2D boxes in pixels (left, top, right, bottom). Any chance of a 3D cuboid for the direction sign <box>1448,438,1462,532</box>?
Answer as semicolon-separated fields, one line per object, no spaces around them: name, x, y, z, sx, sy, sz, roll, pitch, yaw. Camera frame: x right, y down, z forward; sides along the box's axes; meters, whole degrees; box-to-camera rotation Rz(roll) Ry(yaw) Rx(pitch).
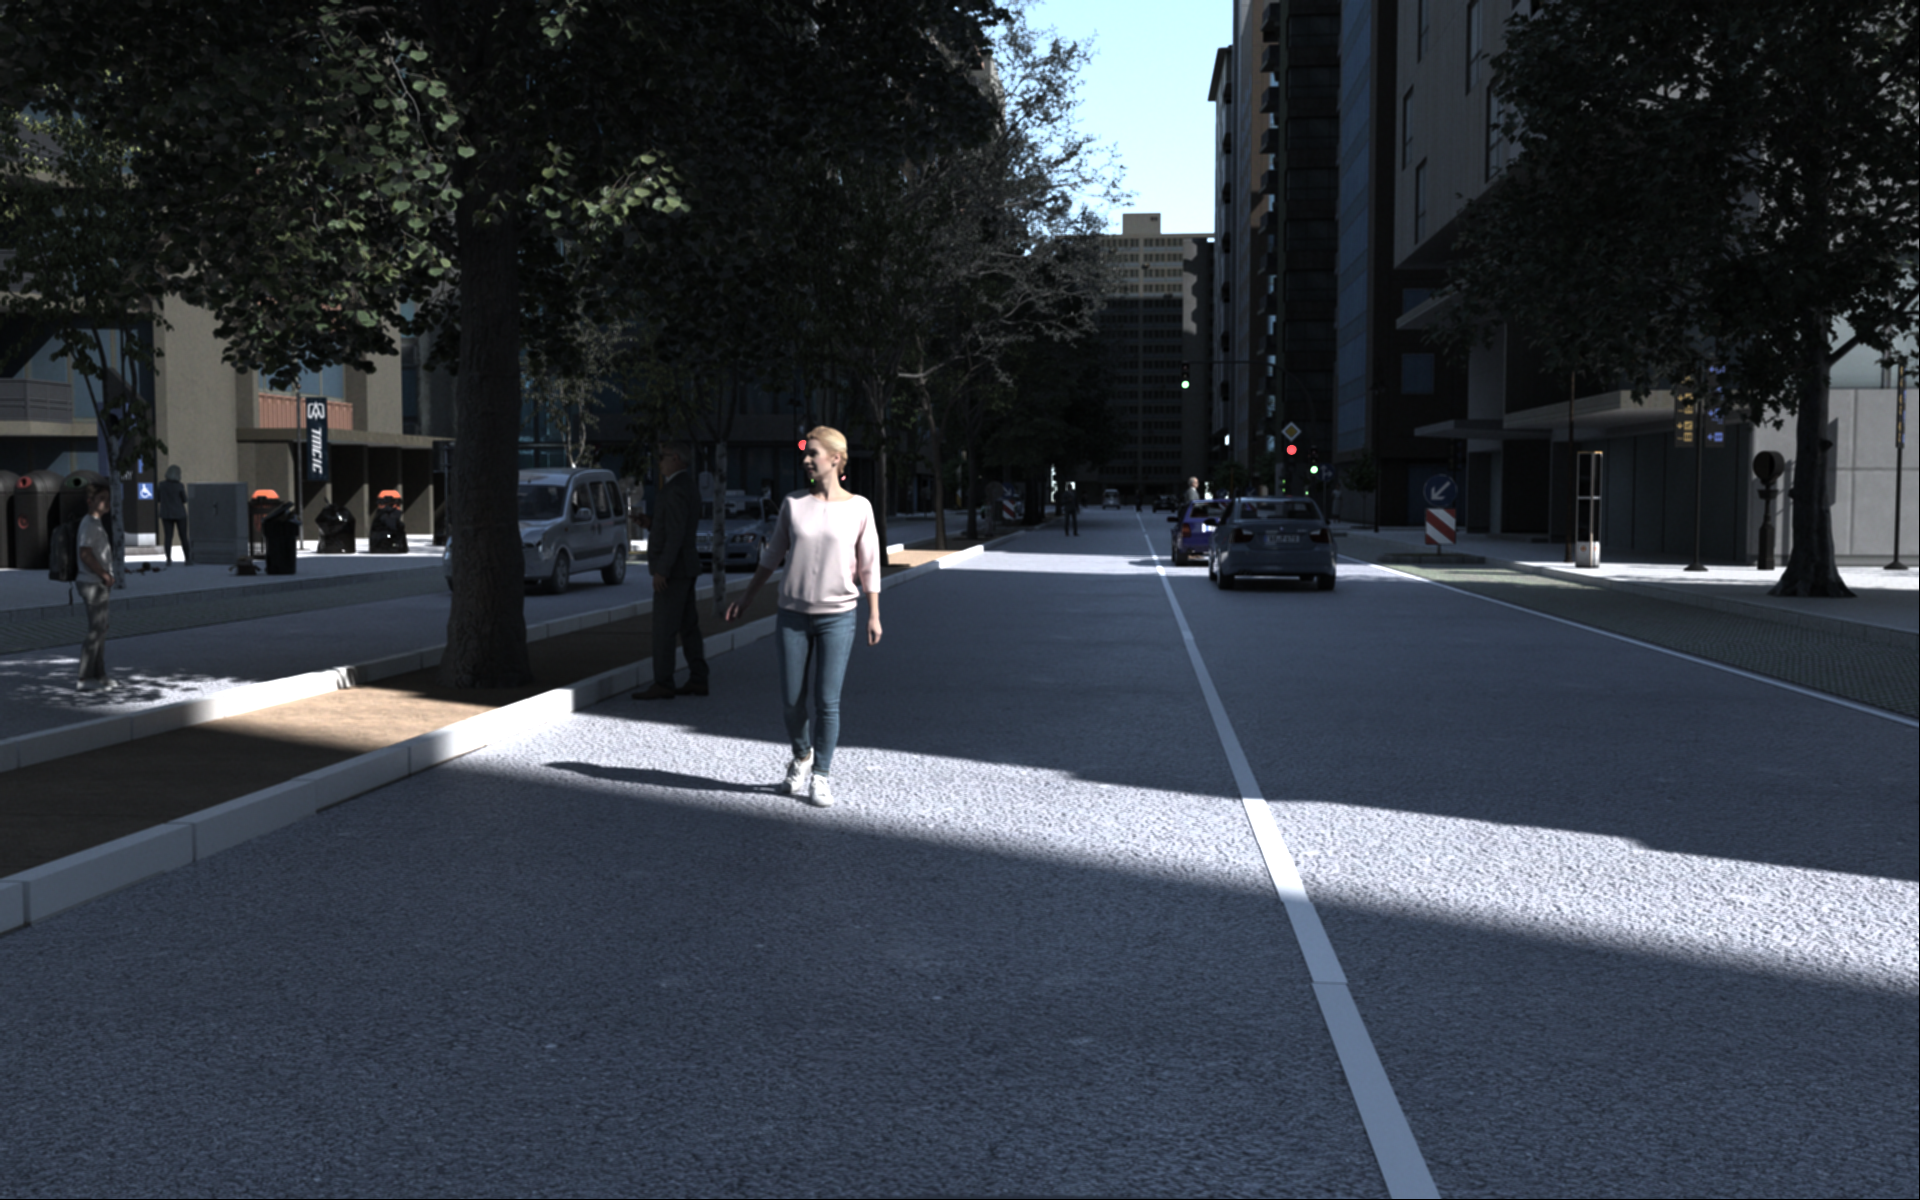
direction sign;16.887;-4.107;59.154;0.876;3.537;0.379;-3;5;-44

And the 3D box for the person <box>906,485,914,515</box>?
person;-3.013;-6.007;104.444;0.526;1.800;0.537;-2;4;-33

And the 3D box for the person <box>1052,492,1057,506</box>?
person;11.372;-12.186;208.188;0.683;1.767;0.568;1;4;22

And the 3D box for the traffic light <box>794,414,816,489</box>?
traffic light;-5.398;-4.387;60.644;0.839;4.253;0.868;0;4;6

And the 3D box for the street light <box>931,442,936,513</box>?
street light;-1.735;-8.954;119.182;0.468;5.910;1.993;0;4;6

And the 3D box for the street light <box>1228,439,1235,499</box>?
street light;22.077;-10.298;141.159;0.468;5.910;1.993;0;4;6

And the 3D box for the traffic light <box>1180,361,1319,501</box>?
traffic light;9.891;-5.160;59.030;4.771;5.953;1.251;0;4;6

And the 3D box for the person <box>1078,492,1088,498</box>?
person;14.773;-12.157;207.283;1.348;1.822;0.705;-1;4;-18

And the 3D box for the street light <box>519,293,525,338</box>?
street light;-9.705;-3.964;37.607;0.468;5.910;1.993;0;4;6

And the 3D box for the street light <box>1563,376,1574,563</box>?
street light;11.381;-3.635;32.220;0.468;5.910;1.993;0;4;6

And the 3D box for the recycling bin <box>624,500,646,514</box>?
recycling bin;-13.073;-3.473;69.344;0.722;1.027;0.722;3;4;36

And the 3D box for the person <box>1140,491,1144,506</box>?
person;21.251;-11.958;204.105;0.705;1.812;1.348;3;5;45

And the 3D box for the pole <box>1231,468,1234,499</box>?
pole;20.892;-8.511;133.004;0.158;3.312;0.155;0;3;0

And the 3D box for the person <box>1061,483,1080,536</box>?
person;3.821;-3.101;59.370;0.661;1.801;0.590;-2;4;-26

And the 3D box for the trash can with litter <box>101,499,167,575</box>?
trash can with litter;-13.636;-1.055;28.305;1.678;1.210;2.233;0;4;7

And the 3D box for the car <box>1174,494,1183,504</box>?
car;26.584;-12.242;210.383;2.015;1.641;3.980;0;4;5

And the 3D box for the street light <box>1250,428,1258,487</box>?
street light;19.620;-8.744;115.758;0.468;5.910;1.993;0;4;6

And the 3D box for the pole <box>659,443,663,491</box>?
pole;-11.894;-4.594;68.951;0.158;3.312;0.155;0;3;0

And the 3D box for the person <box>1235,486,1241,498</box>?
person;20.431;-7.490;127.874;0.474;1.900;0.648;-1;4;-22

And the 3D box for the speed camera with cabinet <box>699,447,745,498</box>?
speed camera with cabinet;-9.981;-4.788;72.623;2.038;3.252;0.660;2;4;31

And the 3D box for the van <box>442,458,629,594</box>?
van;-6.336;-1.168;26.113;2.013;2.044;4.112;0;4;7

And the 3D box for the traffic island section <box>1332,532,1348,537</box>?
traffic island section;12.021;-2.251;59.078;2.009;0.180;2.903;0;4;6

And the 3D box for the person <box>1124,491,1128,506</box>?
person;20.153;-12.361;210.616;0.705;1.822;1.348;1;4;21

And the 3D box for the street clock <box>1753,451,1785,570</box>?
street clock;13.627;-1.508;29.227;0.358;2.002;0.471;-1;4;-21

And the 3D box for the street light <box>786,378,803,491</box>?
street light;-6.564;-5.886;69.025;0.468;5.910;1.993;0;4;6

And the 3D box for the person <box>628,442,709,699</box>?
person;-2.085;-0.219;12.252;0.590;1.801;0.661;0;4;2

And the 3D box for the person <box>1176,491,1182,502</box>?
person;25.030;-11.528;197.429;0.683;1.767;0.568;-1;4;-18

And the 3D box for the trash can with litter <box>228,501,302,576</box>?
trash can with litter;-11.017;-0.983;27.453;1.055;1.170;0.624;-2;4;-31

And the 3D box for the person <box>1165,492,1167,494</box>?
person;24.313;-11.855;203.136;0.742;1.727;0.445;0;4;2

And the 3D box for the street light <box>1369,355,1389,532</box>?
street light;13.928;-5.197;57.752;0.468;5.910;1.993;0;4;6

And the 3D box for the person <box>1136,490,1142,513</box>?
person;13.626;-7.545;132.286;0.534;1.772;0.576;-2;4;-26

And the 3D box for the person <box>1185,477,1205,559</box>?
person;5.207;-1.803;38.152;0.590;1.801;0.661;0;4;3

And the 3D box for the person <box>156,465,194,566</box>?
person;-14.038;-1.510;30.913;0.537;1.800;0.526;0;4;4

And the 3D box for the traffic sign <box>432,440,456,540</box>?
traffic sign;-9.786;-1.891;33.042;0.606;2.300;0.079;1;4;15

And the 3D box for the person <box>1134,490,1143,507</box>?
person;18.335;-10.347;177.612;1.348;1.831;0.705;-3;5;-44

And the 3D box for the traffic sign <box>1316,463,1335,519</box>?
traffic sign;14.840;-4.302;70.451;0.768;2.556;0.104;0;4;7

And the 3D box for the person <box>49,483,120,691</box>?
person;-6.321;-0.095;12.644;0.503;1.515;0.523;2;4;33

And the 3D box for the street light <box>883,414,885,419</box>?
street light;-4.178;-7.403;93.820;0.468;5.910;1.993;0;4;6

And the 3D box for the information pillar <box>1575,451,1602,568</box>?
information pillar;10.907;-1.563;30.054;0.304;2.012;0.304;-3;5;-41

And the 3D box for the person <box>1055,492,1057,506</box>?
person;12.049;-12.704;216.207;1.348;1.824;0.705;3;5;41

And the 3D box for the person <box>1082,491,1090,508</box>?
person;13.415;-10.721;184.493;1.217;1.736;0.721;-3;4;-37

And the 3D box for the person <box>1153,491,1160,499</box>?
person;19.939;-10.068;173.628;1.217;1.766;0.721;1;4;9

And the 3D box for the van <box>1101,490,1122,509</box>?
van;14.239;-9.539;162.973;2.013;2.044;4.112;0;4;5

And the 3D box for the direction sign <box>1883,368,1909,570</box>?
direction sign;15.934;-2.286;29.376;0.379;3.537;0.876;2;4;34

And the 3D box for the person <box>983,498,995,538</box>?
person;0.976;-2.692;56.788;0.394;1.301;0.425;1;4;12

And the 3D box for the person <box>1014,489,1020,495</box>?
person;4.552;-8.155;141.641;0.655;1.846;0.447;-2;4;-33

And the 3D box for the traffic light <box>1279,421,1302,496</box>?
traffic light;12.758;-4.770;66.915;0.839;4.253;0.868;0;4;6

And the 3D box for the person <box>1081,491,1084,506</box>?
person;14.511;-12.030;205.332;0.705;1.807;1.348;0;4;2

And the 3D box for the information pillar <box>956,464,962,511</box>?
information pillar;-0.090;-8.753;134.462;0.183;3.616;0.504;3;5;41

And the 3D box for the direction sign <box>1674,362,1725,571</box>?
direction sign;12.297;-2.253;28.837;0.876;3.537;0.379;0;4;-7

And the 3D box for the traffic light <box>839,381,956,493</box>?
traffic light;-2.531;-5.734;68.423;4.771;5.953;1.251;0;4;6

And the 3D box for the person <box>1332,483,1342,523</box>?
person;16.638;-4.268;76.390;0.480;1.755;0.524;0;4;0

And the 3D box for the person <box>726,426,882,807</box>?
person;-0.733;0.064;8.125;0.731;1.740;0.598;0;4;-3
